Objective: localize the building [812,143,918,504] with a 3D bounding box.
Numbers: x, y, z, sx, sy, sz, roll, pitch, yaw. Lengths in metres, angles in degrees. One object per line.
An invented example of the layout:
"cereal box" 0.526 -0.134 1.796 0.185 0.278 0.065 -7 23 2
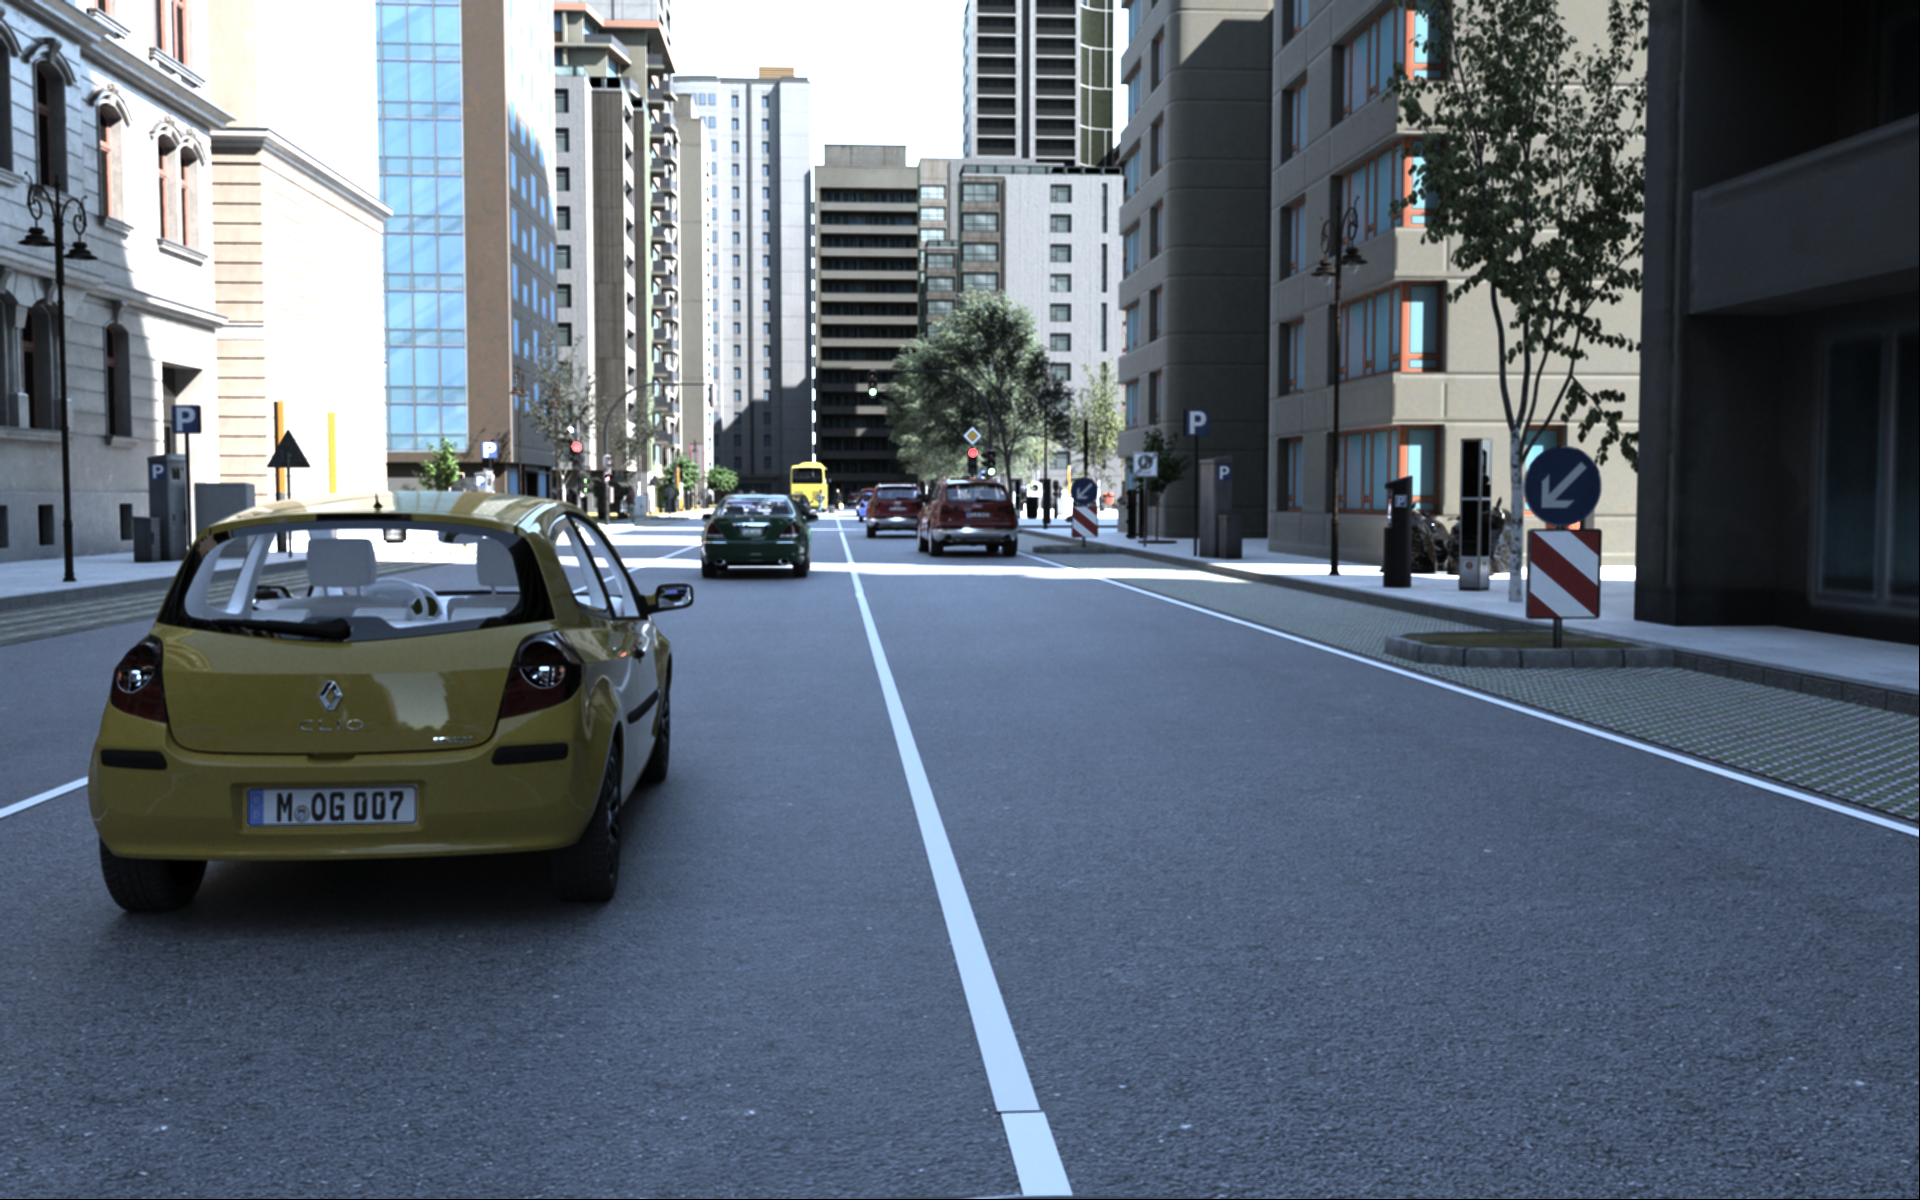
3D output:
"building" -9.800 -37.870 242.872 21.600 48.544 21.300 0 4 -4

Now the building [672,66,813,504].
"building" -34.682 -42.772 241.315 28.212 58.520 21.231 0 4 -4

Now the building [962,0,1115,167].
"building" 11.203 -49.301 244.329 20.611 71.187 20.563 0 4 -4

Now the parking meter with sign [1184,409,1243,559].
"parking meter with sign" 5.154 -2.367 34.964 0.543 3.016 1.738 -1 4 -20

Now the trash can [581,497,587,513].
"trash can" -21.436 -5.290 98.144 0.748 1.137 0.748 0 3 0

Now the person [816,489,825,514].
"person" -10.161 -7.181 126.251 0.721 1.781 0.623 0 4 -8

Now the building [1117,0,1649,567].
"building" 20.241 -12.237 45.108 27.650 21.520 28.899 0 4 -4

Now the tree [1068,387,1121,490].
"tree" 9.327 -10.239 117.776 4.360 8.622 3.978 0 3 0

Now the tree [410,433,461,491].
"tree" -16.155 -3.668 54.570 1.663 3.219 1.824 0 3 0

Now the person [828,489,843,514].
"person" -8.829 -7.008 123.299 0.699 1.804 1.509 -1 4 -22

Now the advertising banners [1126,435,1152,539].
"advertising banners" 5.342 -3.325 50.560 0.090 3.025 2.074 2 4 31

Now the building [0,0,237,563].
"building" -24.066 -14.946 31.757 14.401 28.519 23.554 0 4 -4

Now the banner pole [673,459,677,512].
"banner pole" -20.167 -8.105 122.528 0.401 3.779 0.863 -2 4 -23

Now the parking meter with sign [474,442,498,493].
"parking meter with sign" -15.712 -3.717 57.041 0.543 3.016 1.738 0 4 2

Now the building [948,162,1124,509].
"building" 6.673 -23.447 155.058 14.160 30.474 14.107 0 4 -4

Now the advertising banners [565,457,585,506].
"advertising banners" -17.575 -5.065 78.995 0.090 3.025 2.074 1 4 16

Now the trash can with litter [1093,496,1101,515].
"trash can with litter" 8.456 -5.889 107.668 0.624 1.170 1.055 0 4 5

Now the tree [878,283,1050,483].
"tree" 1.256 -12.217 106.398 9.857 13.997 8.962 0 3 0

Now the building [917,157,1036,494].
"building" 1.712 -32.394 213.240 14.154 41.232 14.086 0 4 -4

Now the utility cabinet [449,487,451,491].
"utility cabinet" -14.498 -2.521 49.903 0.318 1.500 1.173 -1 4 -9

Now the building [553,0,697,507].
"building" -38.674 -45.503 182.234 20.563 71.187 20.611 0 4 -4

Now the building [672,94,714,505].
"building" -40.879 -35.649 206.568 21.600 48.544 21.300 0 4 -4

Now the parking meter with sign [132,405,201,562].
"parking meter with sign" -15.258 -2.264 33.278 0.543 3.016 1.738 0 4 4

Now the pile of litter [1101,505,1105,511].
"pile of litter" 9.978 -6.964 127.818 1.719 0.858 1.176 0 4 -7

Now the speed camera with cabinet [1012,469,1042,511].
"speed camera with cabinet" 4.849 -8.225 128.806 2.038 3.252 0.660 -1 4 -16

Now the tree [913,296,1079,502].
"tree" 2.212 -9.005 81.647 7.601 10.594 8.767 3 4 38

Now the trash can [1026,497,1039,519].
"trash can" 3.764 -4.817 90.411 0.748 1.137 0.748 0 3 0

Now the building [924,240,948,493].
"building" 2.822 -26.105 198.513 14.160 30.474 14.107 0 4 -4

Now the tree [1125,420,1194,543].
"tree" 5.070 -3.114 45.516 1.663 3.219 1.824 0 3 0

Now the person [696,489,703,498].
"person" -25.860 -10.247 173.570 1.348 1.826 0.705 -3 5 -42

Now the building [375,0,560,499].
"building" -27.645 -26.501 83.399 14.600 45.320 14.200 0 4 -4

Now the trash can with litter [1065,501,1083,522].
"trash can with litter" 5.224 -4.143 79.132 0.624 1.170 1.055 -3 5 -44

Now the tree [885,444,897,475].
"tree" -7.411 -16.680 223.079 4.360 8.622 3.978 0 3 0

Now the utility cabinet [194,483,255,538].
"utility cabinet" -14.729 -1.595 34.749 1.173 1.500 0.318 1 4 13

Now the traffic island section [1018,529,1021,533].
"traffic island section" 1.137 -2.555 64.057 2.009 0.180 2.903 0 4 -4

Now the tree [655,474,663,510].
"tree" -25.221 -9.051 142.587 1.663 3.219 1.824 0 3 0

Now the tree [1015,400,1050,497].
"tree" 5.089 -10.626 124.091 4.737 8.622 4.395 0 3 0

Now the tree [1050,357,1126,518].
"tree" 7.370 -8.751 93.447 4.737 8.622 4.395 0 3 0

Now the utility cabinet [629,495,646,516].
"utility cabinet" -18.813 -5.500 101.086 1.020 1.237 0.306 -3 5 -40

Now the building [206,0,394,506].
"building" -28.702 -16.243 51.474 20.117 28.700 13.634 0 4 -4

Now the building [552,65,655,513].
"building" -29.096 -21.315 120.204 14.160 30.474 14.107 0 4 -4

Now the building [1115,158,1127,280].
"building" 33.789 -34.053 211.393 28.867 44.769 22.147 0 4 -4

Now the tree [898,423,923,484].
"tree" -4.340 -13.269 167.305 4.737 8.622 4.395 0 3 0

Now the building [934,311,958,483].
"building" 11.965 -20.361 177.949 27.650 21.520 28.899 0 4 -4

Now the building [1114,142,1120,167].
"building" 35.529 -40.443 250.479 27.495 52.752 28.713 0 4 -4

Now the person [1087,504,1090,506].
"person" 7.128 -5.702 99.448 0.709 1.800 0.728 -1 4 -16

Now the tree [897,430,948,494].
"tree" -2.586 -11.879 144.589 4.360 8.622 3.978 0 3 0

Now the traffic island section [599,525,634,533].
"traffic island section" -14.462 -2.974 70.900 2.009 0.180 2.903 0 4 -4

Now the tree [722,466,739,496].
"tree" -25.857 -12.288 184.619 4.285 4.588 4.351 0 3 0

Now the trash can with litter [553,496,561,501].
"trash can with litter" -22.753 -5.337 98.640 1.055 1.170 0.624 -2 4 -34

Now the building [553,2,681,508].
"building" -37.499 -30.807 158.319 22.147 44.769 28.867 0 4 -4

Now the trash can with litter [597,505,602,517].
"trash can with litter" -19.761 -5.193 96.290 0.624 1.170 1.055 -3 4 -37

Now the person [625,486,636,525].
"person" -15.389 -4.435 80.986 0.573 1.828 0.580 -2 4 -27

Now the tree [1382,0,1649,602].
"tree" 6.670 -4.267 20.132 4.737 8.622 4.395 0 3 0

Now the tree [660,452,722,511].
"tree" -21.627 -9.268 135.240 4.285 4.588 4.351 0 3 0

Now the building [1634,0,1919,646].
"building" 18.276 -23.414 6.515 21.300 48.544 21.600 0 4 -4

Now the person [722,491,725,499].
"person" -28.666 -12.474 209.936 0.705 1.831 1.348 -2 4 -26

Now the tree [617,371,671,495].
"tree" -19.385 -9.340 103.067 4.360 8.622 3.978 0 3 0

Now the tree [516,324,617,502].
"tree" -17.101 -7.604 74.680 4.360 8.622 3.978 0 3 0

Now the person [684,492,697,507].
"person" -26.264 -9.947 168.634 1.348 1.831 0.705 -2 4 -33
